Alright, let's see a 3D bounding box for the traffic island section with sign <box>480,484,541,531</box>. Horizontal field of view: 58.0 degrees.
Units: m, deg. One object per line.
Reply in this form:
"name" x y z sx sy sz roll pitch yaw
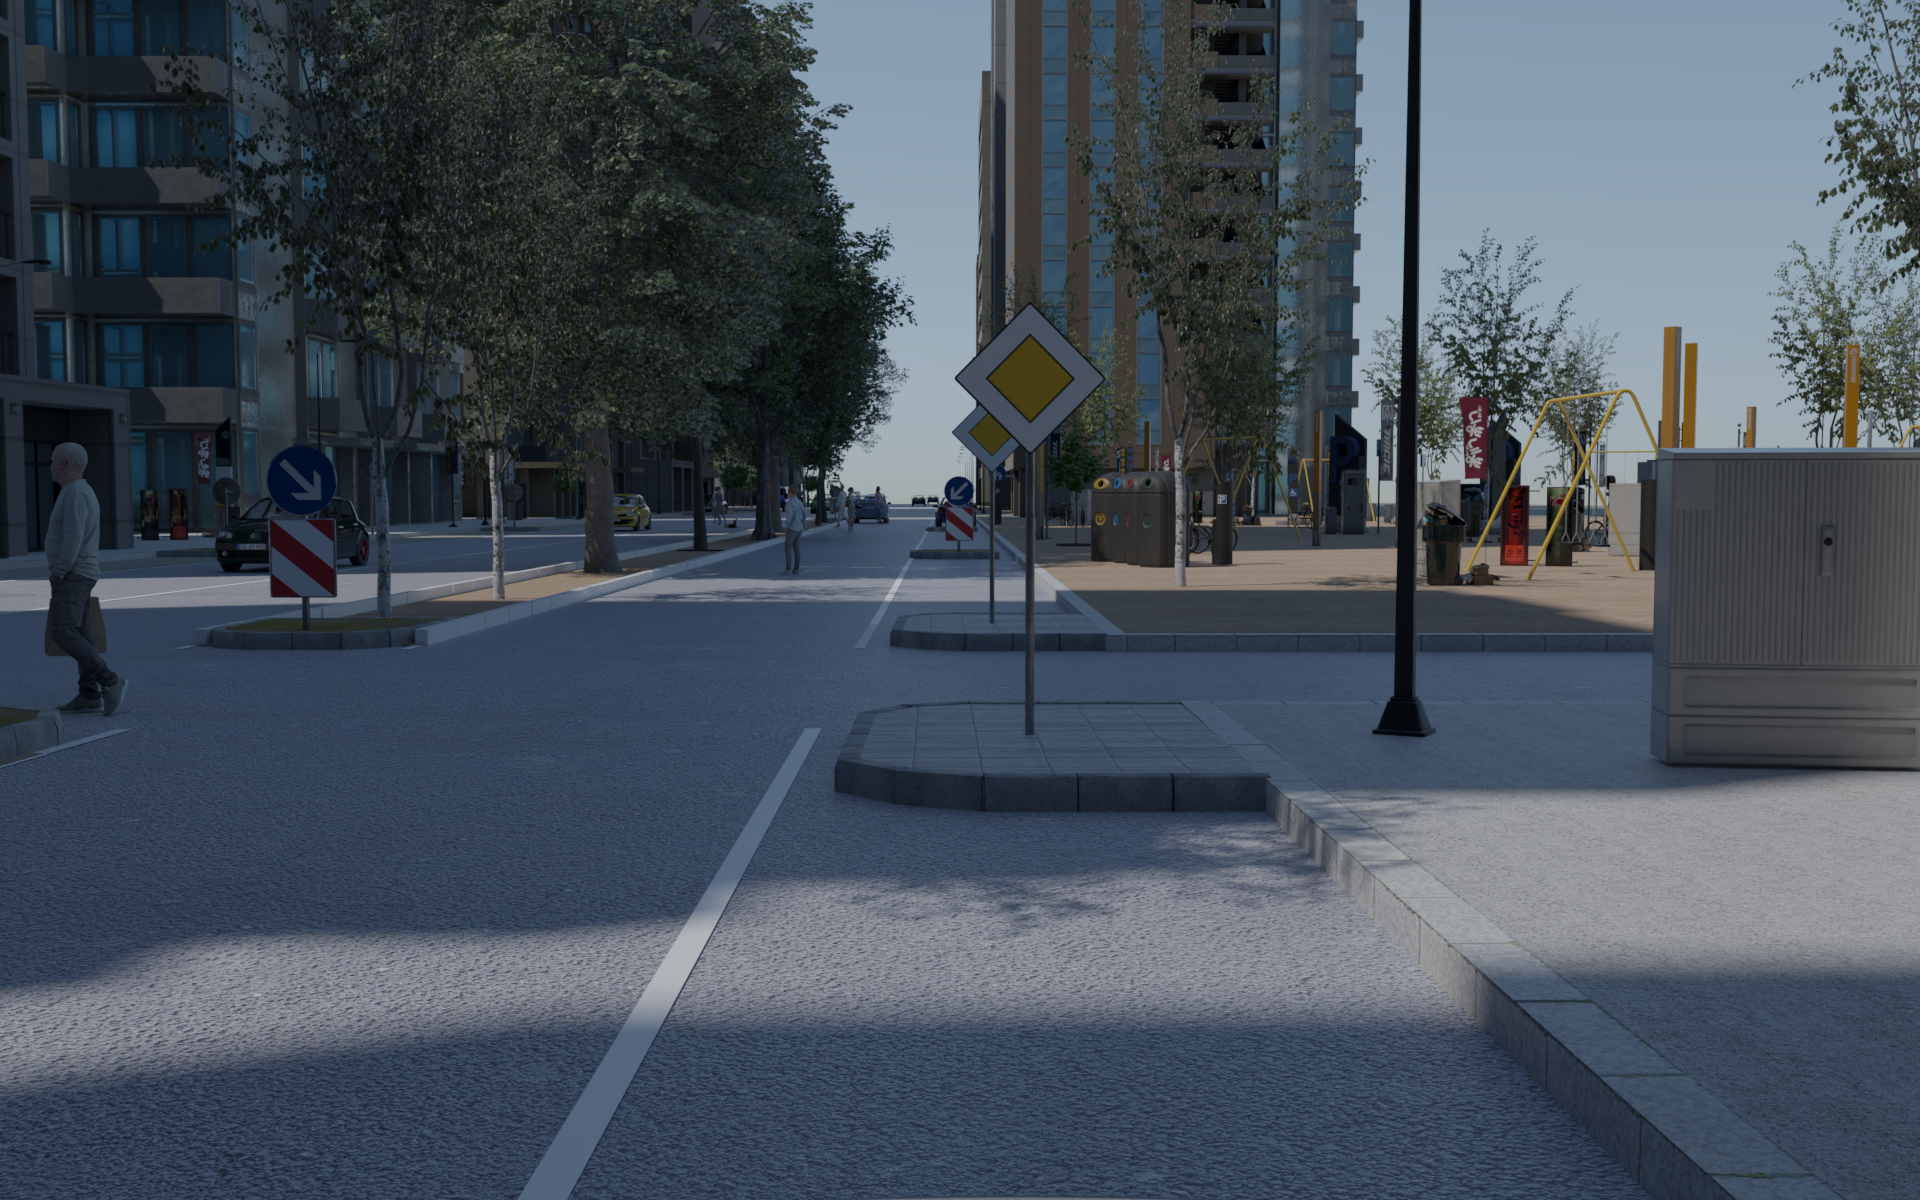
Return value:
"traffic island section with sign" -17.294 -3.564 66.896 1.989 1.847 2.006 0 4 0

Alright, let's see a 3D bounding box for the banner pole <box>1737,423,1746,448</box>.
"banner pole" 27.787 -4.365 61.383 0.863 3.779 0.401 0 4 -7

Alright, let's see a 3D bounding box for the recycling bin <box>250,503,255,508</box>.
"recycling bin" -19.433 -2.198 48.487 0.722 1.027 0.722 -1 4 -14

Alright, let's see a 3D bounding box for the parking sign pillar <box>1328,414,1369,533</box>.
"parking sign pillar" 12.914 -4.233 57.681 1.447 3.967 1.447 -3 4 -37

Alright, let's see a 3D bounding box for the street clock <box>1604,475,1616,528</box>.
"street clock" 24.923 -3.785 66.462 0.358 2.002 0.471 -1 4 -12

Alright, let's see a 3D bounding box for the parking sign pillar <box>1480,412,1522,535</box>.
"parking sign pillar" 16.974 -4.080 55.186 1.447 3.967 1.447 2 4 35

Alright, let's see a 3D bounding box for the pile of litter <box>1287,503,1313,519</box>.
"pile of litter" 17.849 -4.632 89.706 1.719 0.858 1.176 3 4 36

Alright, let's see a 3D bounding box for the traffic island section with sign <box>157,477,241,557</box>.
"traffic island section with sign" -17.107 -1.915 39.941 1.989 1.847 2.006 0 4 0

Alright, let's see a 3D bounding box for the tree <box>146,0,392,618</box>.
"tree" -6.293 -4.017 18.503 4.360 8.622 3.978 0 3 0

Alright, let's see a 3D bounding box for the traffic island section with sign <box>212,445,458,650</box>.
"traffic island section with sign" -6.159 -0.533 16.855 2.006 1.907 1.989 0 4 0

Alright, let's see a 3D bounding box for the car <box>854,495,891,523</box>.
"car" -4.422 -4.535 86.150 2.014 1.417 4.499 0 4 -1

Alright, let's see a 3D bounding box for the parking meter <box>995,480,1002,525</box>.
"parking meter" 1.530 -4.081 72.437 0.399 1.863 0.255 -1 4 -13

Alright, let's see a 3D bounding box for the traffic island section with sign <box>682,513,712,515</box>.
"traffic island section with sign" -17.632 -6.626 116.969 1.989 1.847 2.006 0 4 0

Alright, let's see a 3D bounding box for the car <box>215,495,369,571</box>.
"car" -12.792 -1.440 33.332 2.009 1.686 4.222 0 4 0

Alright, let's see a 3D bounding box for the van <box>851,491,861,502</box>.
"van" -14.093 -13.822 232.998 2.013 2.044 4.112 0 4 -2

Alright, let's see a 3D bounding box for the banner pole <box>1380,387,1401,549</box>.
"banner pole" 10.097 -3.090 40.544 0.863 3.779 0.401 -2 4 -35

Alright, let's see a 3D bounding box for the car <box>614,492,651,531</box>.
"car" -13.173 -3.512 67.640 2.015 1.641 3.980 0 4 -1

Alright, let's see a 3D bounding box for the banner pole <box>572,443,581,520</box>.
"banner pole" -19.036 -5.856 85.764 0.401 3.779 0.863 -1 4 -18

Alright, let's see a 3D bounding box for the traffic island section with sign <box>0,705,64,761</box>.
"traffic island section with sign" -6.119 -0.080 9.448 2.006 1.907 1.989 0 4 0

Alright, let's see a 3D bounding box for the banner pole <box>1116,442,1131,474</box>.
"banner pole" 7.907 -5.698 83.174 0.863 3.779 0.401 1 4 20

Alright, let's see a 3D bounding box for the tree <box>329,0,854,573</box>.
"tree" -6.465 -7.445 30.843 9.857 13.997 8.962 0 3 0

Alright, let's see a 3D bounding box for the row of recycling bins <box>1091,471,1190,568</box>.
"row of recycling bins" 3.307 -1.508 31.766 1.069 1.692 3.534 -1 4 -14

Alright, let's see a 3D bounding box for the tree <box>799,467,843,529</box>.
"tree" -6.397 -7.230 71.024 4.360 8.622 3.978 0 3 0

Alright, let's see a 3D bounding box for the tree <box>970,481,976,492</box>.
"tree" 1.108 -14.113 225.352 1.663 3.219 1.824 0 3 0

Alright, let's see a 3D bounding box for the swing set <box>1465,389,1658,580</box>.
"swing set" 9.814 -1.798 27.025 2.862 2.851 3.119 0 4 -2

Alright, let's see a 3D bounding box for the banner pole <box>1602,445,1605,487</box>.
"banner pole" 28.373 -5.308 76.808 0.863 3.779 0.401 -3 4 -39

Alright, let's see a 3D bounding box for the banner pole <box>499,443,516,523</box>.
"banner pole" -19.814 -5.255 75.928 0.401 3.779 0.863 3 5 42

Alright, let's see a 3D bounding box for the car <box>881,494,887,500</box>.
"car" -10.822 -13.703 233.084 2.155 1.783 4.494 0 4 -1

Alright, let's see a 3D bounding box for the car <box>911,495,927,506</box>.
"car" -4.978 -12.043 209.482 1.945 1.354 3.894 0 4 -1

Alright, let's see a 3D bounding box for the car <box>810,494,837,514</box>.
"car" -10.038 -7.250 127.337 1.959 1.807 4.718 0 4 -1

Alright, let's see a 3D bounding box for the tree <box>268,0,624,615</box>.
"tree" -6.224 -4.290 22.956 4.360 8.622 3.978 0 3 0

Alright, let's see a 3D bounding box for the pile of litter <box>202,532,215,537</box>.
"pile of litter" -21.840 -2.283 51.295 1.176 0.858 1.719 -2 4 -26

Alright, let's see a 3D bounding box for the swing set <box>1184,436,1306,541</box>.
"swing set" 7.421 -3.096 48.244 2.862 2.851 3.119 -2 4 -27

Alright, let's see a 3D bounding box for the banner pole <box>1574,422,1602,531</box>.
"banner pole" 21.732 -4.301 60.336 0.401 3.779 0.863 -2 4 -35

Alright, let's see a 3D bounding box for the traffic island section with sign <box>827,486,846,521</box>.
"traffic island section with sign" -6.672 -5.129 91.991 2.006 1.907 1.989 0 4 0

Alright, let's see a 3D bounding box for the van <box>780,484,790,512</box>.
"van" -15.027 -8.425 142.127 2.240 2.365 5.245 0 4 2

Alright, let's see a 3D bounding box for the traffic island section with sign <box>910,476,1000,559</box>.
"traffic island section with sign" -0.130 -1.857 38.984 1.989 1.847 2.006 0 4 0

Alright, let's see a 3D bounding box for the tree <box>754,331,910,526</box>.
"tree" -6.410 -8.588 77.286 8.767 10.594 7.601 0 4 0

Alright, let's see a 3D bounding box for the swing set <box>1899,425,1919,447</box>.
"swing set" 21.614 -2.479 38.152 2.862 2.851 3.119 0 4 4

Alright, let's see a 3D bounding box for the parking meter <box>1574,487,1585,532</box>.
"parking meter" 20.915 -3.066 58.548 0.372 1.533 0.369 0 3 0

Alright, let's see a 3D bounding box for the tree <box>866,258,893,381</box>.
"tree" -6.861 -9.453 63.663 9.857 13.997 8.962 0 3 0

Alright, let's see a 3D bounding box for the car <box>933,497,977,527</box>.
"car" -0.201 -3.816 74.977 1.945 1.354 3.894 0 4 -2

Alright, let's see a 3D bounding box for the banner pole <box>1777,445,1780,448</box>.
"banner pole" 41.771 -6.057 89.046 0.863 3.779 0.401 2 4 29

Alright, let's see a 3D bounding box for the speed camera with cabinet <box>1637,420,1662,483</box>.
"speed camera with cabinet" 19.306 -3.216 46.911 2.038 3.252 0.660 -2 4 -24

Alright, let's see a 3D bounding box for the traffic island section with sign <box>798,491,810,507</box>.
"traffic island section with sign" -18.166 -11.577 197.911 1.989 1.847 2.006 0 4 0

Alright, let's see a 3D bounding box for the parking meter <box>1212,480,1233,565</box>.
"parking meter" 4.769 -1.410 31.463 0.372 1.533 0.369 0 3 0

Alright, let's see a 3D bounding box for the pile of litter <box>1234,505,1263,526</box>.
"pile of litter" 11.508 -3.448 70.334 1.719 0.858 1.176 0 4 -5

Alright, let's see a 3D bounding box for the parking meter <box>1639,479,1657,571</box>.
"parking meter" 11.633 -1.267 29.122 0.372 1.533 0.369 0 3 0

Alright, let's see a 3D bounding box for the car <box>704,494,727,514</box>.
"car" -17.473 -6.868 122.084 2.009 1.686 4.222 0 3 0

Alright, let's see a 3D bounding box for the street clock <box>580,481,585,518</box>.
"street clock" -20.218 -5.382 92.568 0.358 2.002 0.471 -1 4 -16

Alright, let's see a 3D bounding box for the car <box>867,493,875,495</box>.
"car" -9.687 -11.178 192.348 1.945 1.707 3.694 0 4 2

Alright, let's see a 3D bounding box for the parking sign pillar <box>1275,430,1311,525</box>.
"parking sign pillar" 13.866 -5.111 72.030 1.447 3.967 1.447 1 4 11

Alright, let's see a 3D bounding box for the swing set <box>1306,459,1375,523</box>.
"swing set" 16.584 -4.896 77.662 3.119 2.851 2.862 -1 4 -12

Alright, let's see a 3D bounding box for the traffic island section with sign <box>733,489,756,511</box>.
"traffic island section with sign" -17.813 -8.288 144.140 1.989 1.847 2.006 0 4 0

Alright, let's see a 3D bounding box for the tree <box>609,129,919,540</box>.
"tree" -6.074 -8.174 53.104 9.611 12.733 9.660 0 3 0

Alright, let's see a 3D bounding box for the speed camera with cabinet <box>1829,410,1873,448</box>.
"speed camera with cabinet" 20.750 -2.842 40.808 2.038 3.252 0.660 0 4 7

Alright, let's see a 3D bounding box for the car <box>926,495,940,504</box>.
"car" -3.860 -14.431 248.519 1.945 1.354 3.894 0 3 0

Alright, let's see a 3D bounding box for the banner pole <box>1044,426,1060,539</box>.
"banner pole" 2.609 -3.620 49.204 0.401 3.779 0.863 -2 4 -33

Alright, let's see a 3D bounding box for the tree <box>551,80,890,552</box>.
"tree" -6.574 -7.018 42.950 9.928 11.665 9.643 0 3 0

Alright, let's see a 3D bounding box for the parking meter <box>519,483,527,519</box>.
"parking meter" -22.676 -5.140 89.752 0.399 1.863 0.255 1 4 15
